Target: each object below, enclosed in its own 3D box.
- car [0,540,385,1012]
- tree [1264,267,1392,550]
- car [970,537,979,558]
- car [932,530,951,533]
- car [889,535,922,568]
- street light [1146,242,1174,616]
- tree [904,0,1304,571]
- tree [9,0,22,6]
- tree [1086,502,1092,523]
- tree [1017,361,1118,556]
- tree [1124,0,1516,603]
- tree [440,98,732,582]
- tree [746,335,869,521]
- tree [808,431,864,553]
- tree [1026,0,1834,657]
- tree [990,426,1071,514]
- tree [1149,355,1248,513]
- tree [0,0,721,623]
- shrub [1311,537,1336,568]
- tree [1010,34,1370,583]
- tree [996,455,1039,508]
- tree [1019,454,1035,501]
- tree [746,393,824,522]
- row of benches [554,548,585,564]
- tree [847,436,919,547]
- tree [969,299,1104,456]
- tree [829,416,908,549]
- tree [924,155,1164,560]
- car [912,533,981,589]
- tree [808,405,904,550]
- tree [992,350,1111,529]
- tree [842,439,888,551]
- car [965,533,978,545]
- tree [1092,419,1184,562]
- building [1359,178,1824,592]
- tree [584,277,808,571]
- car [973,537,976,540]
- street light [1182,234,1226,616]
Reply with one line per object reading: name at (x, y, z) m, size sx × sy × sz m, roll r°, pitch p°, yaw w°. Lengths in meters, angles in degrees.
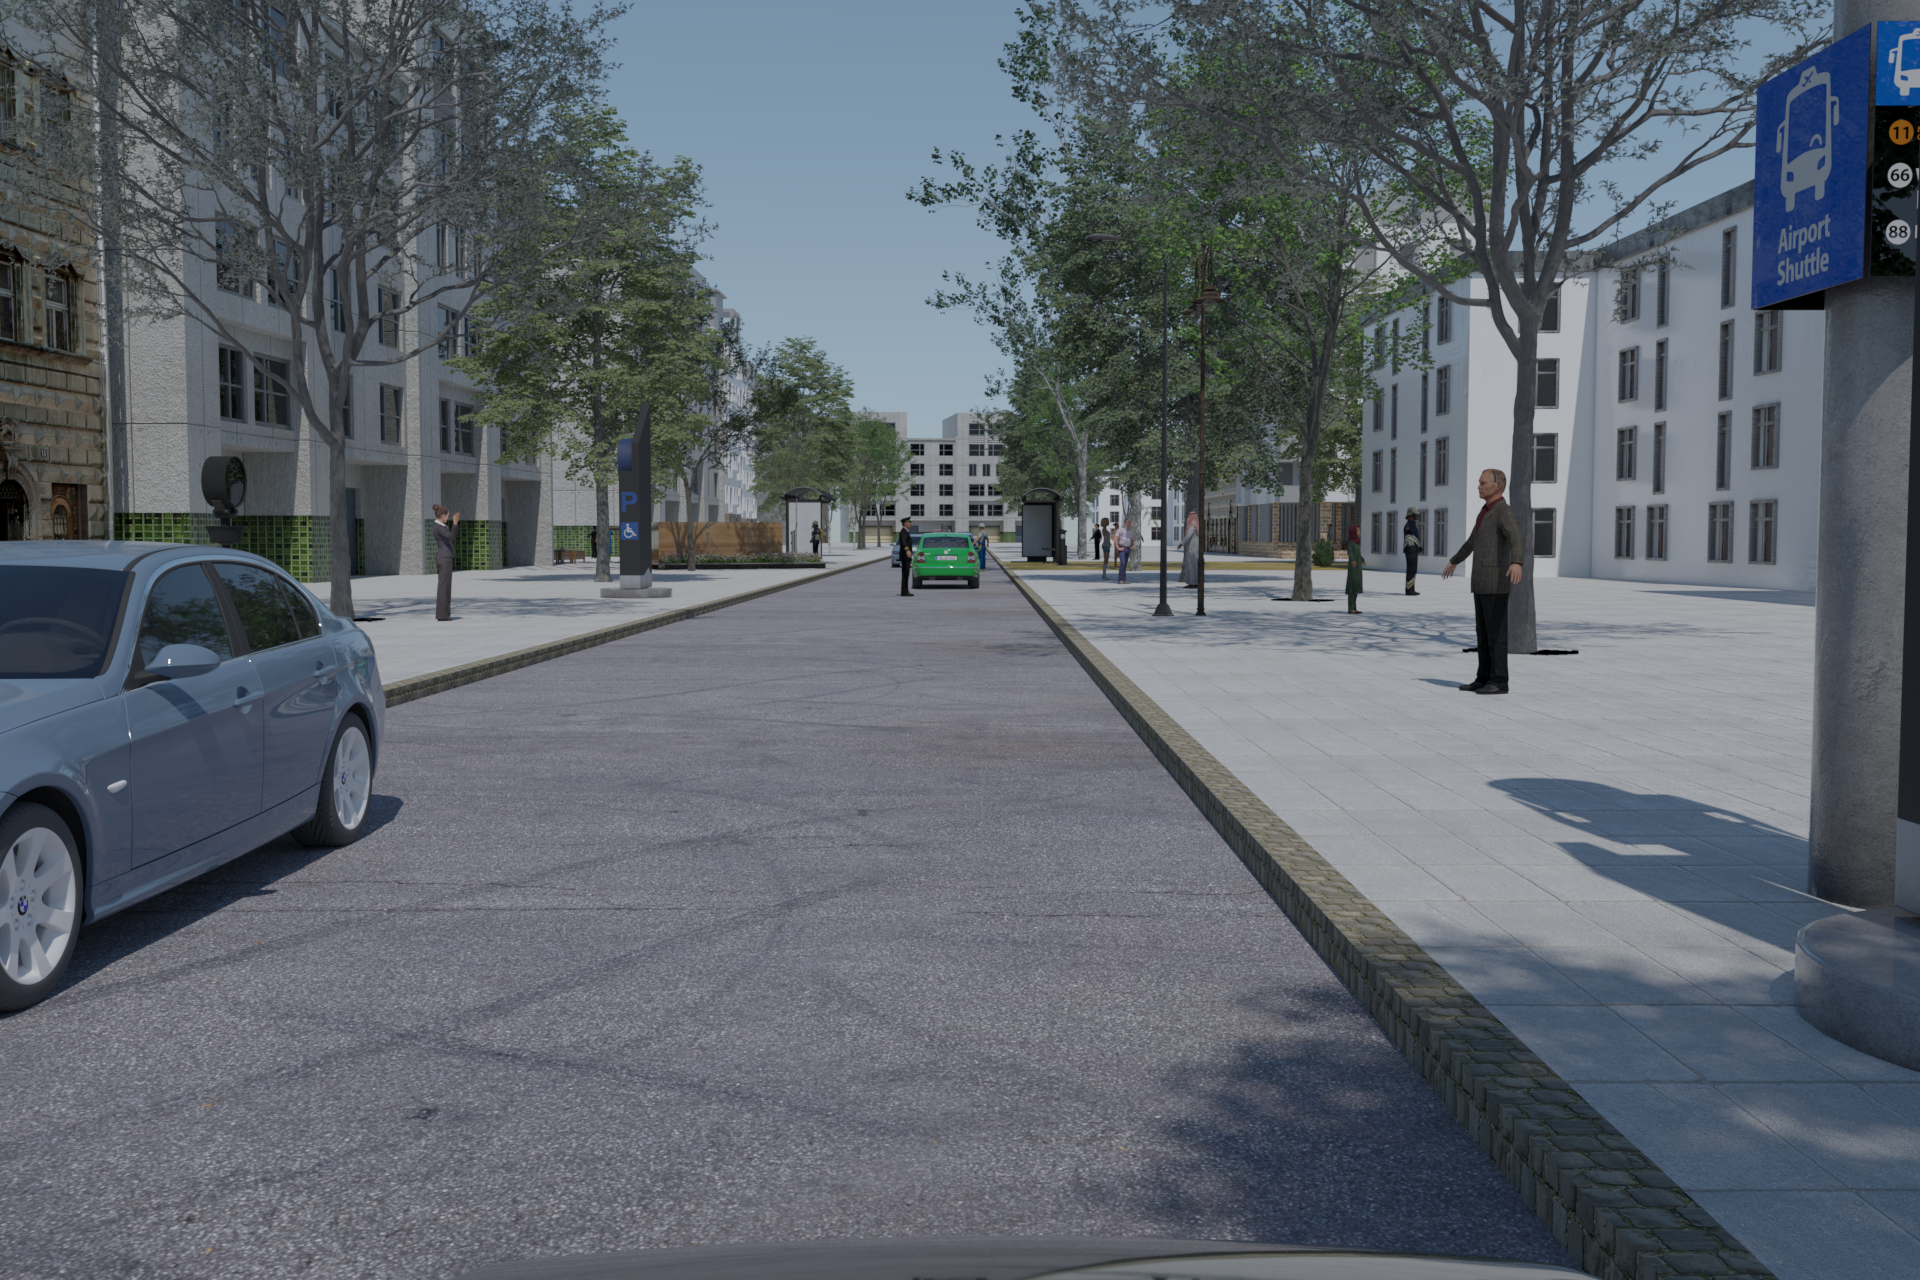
car at (-3.658, 0.323, 6.719) m, size 2.014 × 1.417 × 4.499 m, roll 0°, pitch 3°, yaw 0°
tree at (16.760, -9.558, 74.397) m, size 7.486 × 12.596 × 7.792 m, roll 0°, pitch 3°, yaw 0°
car at (-0.023, -3.593, 71.320) m, size 1.945 × 1.354 × 3.894 m, roll 0°, pitch 4°, yaw 1°
car at (-1.501, -8.160, 142.094) m, size 2.281 × 1.827 × 5.304 m, roll 0°, pitch 4°, yaw 1°
car at (-2.029, -3.866, 75.204) m, size 2.014 × 1.417 × 4.499 m, roll 0°, pitch 4°, yaw 1°
street light at (3.723, -3.327, 26.940) m, size 1.470 × 5.913 × 1.316 m, roll 0°, pitch 4°, yaw 0°
tree at (4.948, -12.505, 60.341) m, size 12.611 × 20.169 × 13.585 m, roll 0°, pitch 3°, yaw 0°
tree at (-8.904, -3.774, 12.072) m, size 4.360 × 8.622 × 3.978 m, roll 0°, pitch 3°, yaw 0°
tree at (20.361, -18.661, 255.465) m, size 4.360 × 8.622 × 3.978 m, roll 0°, pitch 3°, yaw 0°
tree at (6.986, -10.825, 102.742) m, size 9.928 × 11.665 × 9.643 m, roll 0°, pitch 3°, yaw 0°
tree at (6.687, -6.538, 32.652) m, size 9.928 × 11.665 × 9.643 m, roll 0°, pitch 3°, yaw 0°
tree at (-9.855, -7.835, 46.227) m, size 7.486 × 12.596 × 7.792 m, roll 0°, pitch 3°, yaw 0°
tree at (-8.823, -11.093, 99.505) m, size 7.486 × 12.596 × 7.792 m, roll 0°, pitch 3°, yaw 0°
tree at (-8.761, -10.040, 114.511) m, size 4.360 × 8.622 × 3.978 m, roll 0°, pitch 3°, yaw 0°
tree at (6.029, -6.606, 18.371) m, size 12.009 × 13.543 × 11.850 m, roll 0°, pitch 3°, yaw 0°
tree at (6.609, -14.686, 158.246) m, size 7.486 × 12.596 × 7.792 m, roll 0°, pitch 3°, yaw 0°
tree at (9.536, -7.316, 69.974) m, size 4.737 × 8.622 × 4.395 m, roll 0°, pitch 3°, yaw 0°
tree at (-9.139, -7.007, 24.935) m, size 12.009 × 13.543 × 11.850 m, roll 0°, pitch 3°, yaw 0°
shrub at (13.919, -3.379, 66.366) m, size 1.383 × 1.207 × 1.383 m, roll 0°, pitch 3°, yaw 0°
tree at (6.179, -8.501, 45.648) m, size 9.857 × 13.997 × 8.962 m, roll 0°, pitch 3°, yaw 0°
tree at (7.036, -14.794, 167.643) m, size 9.928 × 11.665 × 9.643 m, roll 0°, pitch 3°, yaw 0°
tree at (6.972, -12.199, 149.819) m, size 4.360 × 8.622 × 3.978 m, roll 0°, pitch 3°, yaw 0°
tree at (-8.678, -8.570, 90.479) m, size 4.360 × 8.622 × 3.978 m, roll 0°, pitch 3°, yaw 0°
row of benches at (-17.135, -3.581, 74.013) m, size 1.422 × 0.672 × 4.104 m, roll 1°, pitch 4°, yaw 11°
tree at (-7.767, -14.752, 166.951) m, size 9.928 × 11.665 × 9.643 m, roll 0°, pitch 3°, yaw 0°
tree at (6.840, -17.279, 138.403) m, size 12.611 × 20.169 × 13.585 m, roll 0°, pitch 3°, yaw 0°
tree at (-8.317, -13.836, 151.972) m, size 9.928 × 11.665 × 9.643 m, roll 0°, pitch 3°, yaw 0°
tree at (5.064, -14.164, 87.465) m, size 12.611 × 20.169 × 13.585 m, roll 0°, pitch 3°, yaw 0°
car at (-0.394, -2.324, 46.792) m, size 1.959 × 1.807 × 4.718 m, roll 0°, pitch 4°, yaw -1°
tree at (-8.315, -13.176, 141.176) m, size 9.928 × 11.665 × 9.643 m, roll 0°, pitch 3°, yaw 0°
tree at (6.705, -12.919, 117.877) m, size 9.857 × 13.997 × 8.962 m, roll 0°, pitch 3°, yaw 0°
tree at (-8.249, -11.091, 131.697) m, size 4.360 × 8.622 × 3.978 m, roll 0°, pitch 3°, yaw 0°
car at (0.073, -5.025, 91.746) m, size 1.945 × 1.707 × 3.694 m, roll 0°, pitch 4°, yaw 0°
tree at (7.239, -7.673, 75.814) m, size 4.360 × 8.622 × 3.978 m, roll 0°, pitch 3°, yaw 0°
building at (19.557, -6.693, 51.577) m, size 9.099 × 9.664 × 28.070 m, roll 0°, pitch 4°, yaw 0°
tree at (-9.246, -7.687, 60.102) m, size 8.767 × 10.594 × 7.601 m, roll 0°, pitch 4°, yaw 6°
car at (0.546, -8.986, 158.930) m, size 2.014 × 1.417 × 4.499 m, roll 0°, pitch 4°, yaw -1°
street light at (3.784, -3.319, 27.055) m, size 0.468 × 5.910 × 1.993 m, roll 0°, pitch 3°, yaw 0°
